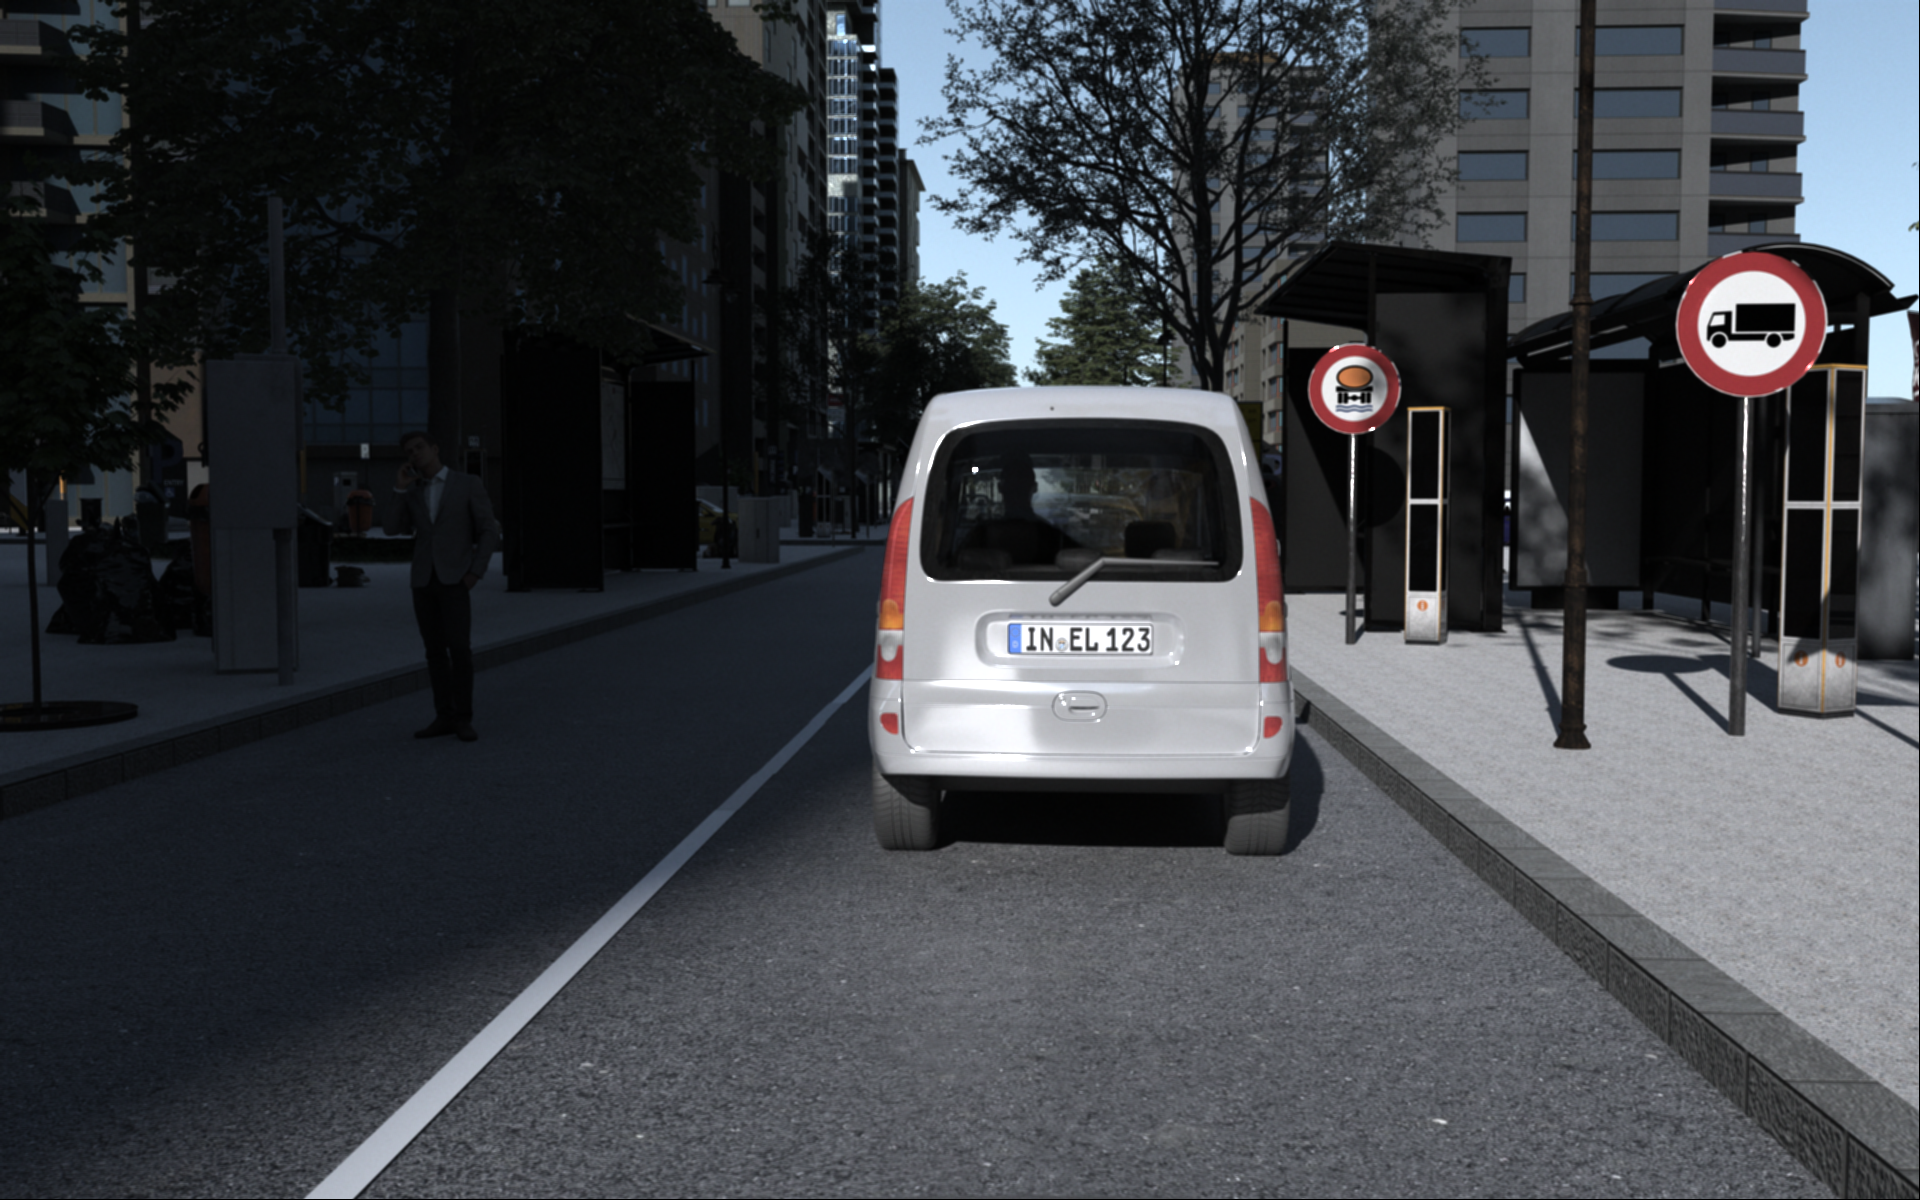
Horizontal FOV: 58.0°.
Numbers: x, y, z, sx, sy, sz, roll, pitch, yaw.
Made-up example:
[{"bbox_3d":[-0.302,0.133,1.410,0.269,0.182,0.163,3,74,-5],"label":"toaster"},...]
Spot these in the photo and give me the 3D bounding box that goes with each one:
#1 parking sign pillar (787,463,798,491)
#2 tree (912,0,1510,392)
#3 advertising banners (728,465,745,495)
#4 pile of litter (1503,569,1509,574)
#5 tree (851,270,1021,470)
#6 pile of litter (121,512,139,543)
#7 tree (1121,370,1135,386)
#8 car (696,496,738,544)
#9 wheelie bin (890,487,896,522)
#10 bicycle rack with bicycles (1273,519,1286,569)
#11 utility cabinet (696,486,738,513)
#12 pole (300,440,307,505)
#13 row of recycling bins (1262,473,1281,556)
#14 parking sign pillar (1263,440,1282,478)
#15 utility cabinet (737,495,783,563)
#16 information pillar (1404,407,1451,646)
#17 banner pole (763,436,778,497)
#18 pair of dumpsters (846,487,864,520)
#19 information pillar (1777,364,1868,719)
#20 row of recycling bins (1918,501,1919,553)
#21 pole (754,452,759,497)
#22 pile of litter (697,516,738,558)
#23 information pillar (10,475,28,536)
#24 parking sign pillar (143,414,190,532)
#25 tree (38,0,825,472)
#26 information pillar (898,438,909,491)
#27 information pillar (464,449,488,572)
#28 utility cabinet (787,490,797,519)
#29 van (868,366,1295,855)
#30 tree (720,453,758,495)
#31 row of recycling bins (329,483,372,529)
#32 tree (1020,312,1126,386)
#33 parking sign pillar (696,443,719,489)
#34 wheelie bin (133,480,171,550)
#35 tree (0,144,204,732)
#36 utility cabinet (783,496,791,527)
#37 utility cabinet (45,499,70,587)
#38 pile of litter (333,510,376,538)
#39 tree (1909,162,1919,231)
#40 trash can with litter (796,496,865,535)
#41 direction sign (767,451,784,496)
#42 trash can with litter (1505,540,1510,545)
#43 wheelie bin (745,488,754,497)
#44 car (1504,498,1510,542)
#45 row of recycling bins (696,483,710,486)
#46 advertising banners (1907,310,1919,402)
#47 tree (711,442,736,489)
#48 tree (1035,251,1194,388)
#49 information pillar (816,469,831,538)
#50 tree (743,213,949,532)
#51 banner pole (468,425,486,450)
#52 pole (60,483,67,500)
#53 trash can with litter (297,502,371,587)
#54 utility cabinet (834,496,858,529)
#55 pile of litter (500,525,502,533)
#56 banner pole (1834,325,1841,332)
[{"bbox_3d":[-11.102,-7.920,117.970,1.447,3.967,1.447,-1,4,-21],"label":"parking sign pillar"},{"bbox_3d":[4.166,-7.227,28.525,12.009,13.543,11.850,0,3,0],"label":"tree"},{"bbox_3d":[-13.094,-6.571,103.616,2.074,3.025,0.090,1,4,8],"label":"advertising banners"},{"bbox_3d":[8.312,-0.883,28.407,1.176,0.858,1.719,-1,4,-16],"label":"pile of litter"},{"bbox_3d":[-1.689,-11.742,98.633,9.857,13.997,8.962,0,3,0],"label":"tree"},{"bbox_3d":[-19.906,-1.654,41.010,1.176,0.858,1.719,0,4,1],"label":"pile of litter"},{"bbox_3d":[8.708,-9.429,104.527,4.737,8.622,4.395,0,3,0],"label":"tree"},{"bbox_3d":[-7.203,-2.189,46.019,3.980,1.641,2.015,0,4,3],"label":"car"},{"bbox_3d":[-2.895,-4.381,79.533,0.980,1.594,0.693,0,4,1],"label":"wheelie bin"},{"bbox_3d":[5.069,-0.664,24.242,2.925,0.926,2.852,-2,4,-23],"label":"bicycle rack with bicycles"},{"bbox_3d":[-7.058,-2.545,50.288,1.173,1.500,0.318,-2,4,-27],"label":"utility cabinet"},{"bbox_3d":[-24.937,-4.402,65.821,0.158,3.312,0.155,0,3,0],"label":"pole"},{"bbox_3d":[5.551,-1.648,34.063,3.534,1.692,1.069,0,4,-1],"label":"row of recycling bins"},{"bbox_3d":[15.519,-5.919,85.251,1.447,3.967,1.447,0,4,-1],"label":"parking sign pillar"},{"bbox_3d":[-3.776,-1.300,32.421,0.306,1.237,1.020,-3,5,-40],"label":"utility cabinet"},{"bbox_3d":[3.990,-0.630,14.785,0.304,2.012,0.304,2,4,27],"label":"information pillar"},{"bbox_3d":[-8.249,-5.194,74.945,0.863,3.779,0.401,1,4,17],"label":"banner pole"},{"bbox_3d":[-4.417,-4.681,79.027,1.574,2.255,4.437,0,4,3],"label":"pair of dumpsters"},{"bbox_3d":[4.964,-0.336,9.984,0.304,2.012,0.304,-2,4,-28],"label":"information pillar"},{"bbox_3d":[22.409,-1.906,38.274,3.534,1.692,1.069,0,4,-6],"label":"row of recycling bins"},{"bbox_3d":[-9.803,-5.473,83.324,0.158,3.312,0.155,0,3,0],"label":"pole"},{"bbox_3d":[-4.673,-1.282,34.931,1.719,0.858,1.176,2,4,26],"label":"pile of litter"},{"bbox_3d":[-28.484,-3.733,52.382,0.504,3.616,0.183,0,4,1],"label":"information pillar"},{"bbox_3d":[-27.007,-4.308,58.909,1.447,3.967,1.447,3,4,37],"label":"parking sign pillar"},{"bbox_3d":[-4.831,-6.074,17.437,7.486,12.596,7.792,0,3,0],"label":"tree"},{"bbox_3d":[-2.368,-4.972,72.641,0.504,3.616,0.183,1,4,21],"label":"information pillar"},{"bbox_3d":[-7.979,-1.472,28.567,0.304,2.012,0.304,0,4,-5],"label":"information pillar"},{"bbox_3d":[-8.904,-4.929,89.275,1.173,1.500,0.318,3,5,44],"label":"utility cabinet"},{"bbox_3d":[0.579,-0.078,8.286,2.013,2.044,4.112,0,4,4],"label":"van"},{"bbox_3d":[-10.565,-5.351,82.087,1.663,3.219,1.824,0,3,0],"label":"tree"},{"bbox_3d":[-22.196,-3.419,63.008,1.069,1.692,3.534,0,4,-6],"label":"row of recycling bins"},{"bbox_3d":[12.048,-19.657,177.288,12.611,20.169,13.585,0,3,0],"label":"tree"},{"bbox_3d":[-13.266,-6.245,90.581,1.447,3.967,1.447,-2,4,-28],"label":"parking sign pillar"},{"bbox_3d":[-18.166,-1.897,38.932,0.693,1.594,0.980,-1,4,-15],"label":"wheelie bin"},{"bbox_3d":[-5.151,-0.919,9.621,1.663,3.219,1.824,0,3,0],"label":"tree"},{"bbox_3d":[-6.927,-3.413,66.966,0.306,1.237,1.020,-3,4,-38],"label":"utility cabinet"},{"bbox_3d":[-12.743,-0.814,24.464,0.306,1.237,1.020,-2,4,-28],"label":"utility cabinet"},{"bbox_3d":[-17.646,-2.199,49.922,1.719,0.858,1.176,0,4,3],"label":"pile of litter"},{"bbox_3d":[13.525,-4.258,19.989,4.737,8.622,4.395,0,3,0],"label":"tree"},{"bbox_3d":[-4.205,-2.717,55.476,2.233,1.210,1.678,2,4,30],"label":"trash can with litter"},{"bbox_3d":[-9.633,-6.033,90.637,0.876,3.537,0.379,-1,4,-19],"label":"direction sign"},{"bbox_3d":[13.338,-1.786,40.596,1.055,1.170,0.624,1,4,16],"label":"trash can with litter"},{"bbox_3d":[-11.547,-5.372,95.737,0.693,1.594,0.980,-1,4,-16],"label":"wheelie bin"},{"bbox_3d":[14.090,-2.020,45.600,3.894,1.354,1.945,0,4,5],"label":"car"},{"bbox_3d":[-10.810,-3.468,63.812,3.534,1.692,1.069,0,4,5],"label":"row of recycling bins"},{"bbox_3d":[9.857,-1.284,17.187,2.074,3.025,0.090,-3,4,-36],"label":"advertising banners"},{"bbox_3d":[-15.447,-7.584,107.717,4.285,4.588,4.351,0,3,0],"label":"tree"},{"bbox_3d":[6.980,-10.001,81.643,7.486,12.596,7.792,0,3,0],"label":"tree"},{"bbox_3d":[-3.985,-2.821,50.620,0.304,2.012,0.304,2,4,33],"label":"information pillar"},{"bbox_3d":[-3.868,-7.572,58.210,7.601,10.594,8.767,0,4,1],"label":"tree"},{"bbox_3d":[-17.465,-4.454,62.847,0.863,3.779,0.401,-3,5,-39],"label":"banner pole"},{"bbox_3d":[-31.311,-4.075,60.472,0.158,3.312,0.155,0,3,0],"label":"pole"},{"bbox_3d":[-8.732,-0.772,24.004,1.055,1.170,0.624,0,4,-2],"label":"trash can with litter"},{"bbox_3d":[-4.202,-3.217,63.757,1.020,1.237,0.306,3,5,42],"label":"utility cabinet"},{"bbox_3d":[-14.698,-2.622,56.840,1.719,0.858,1.176,1,4,10],"label":"pile of litter"},{"bbox_3d":[10.324,-1.892,20.954,0.863,3.779,0.401,3,5,43],"label":"banner pole"}]
